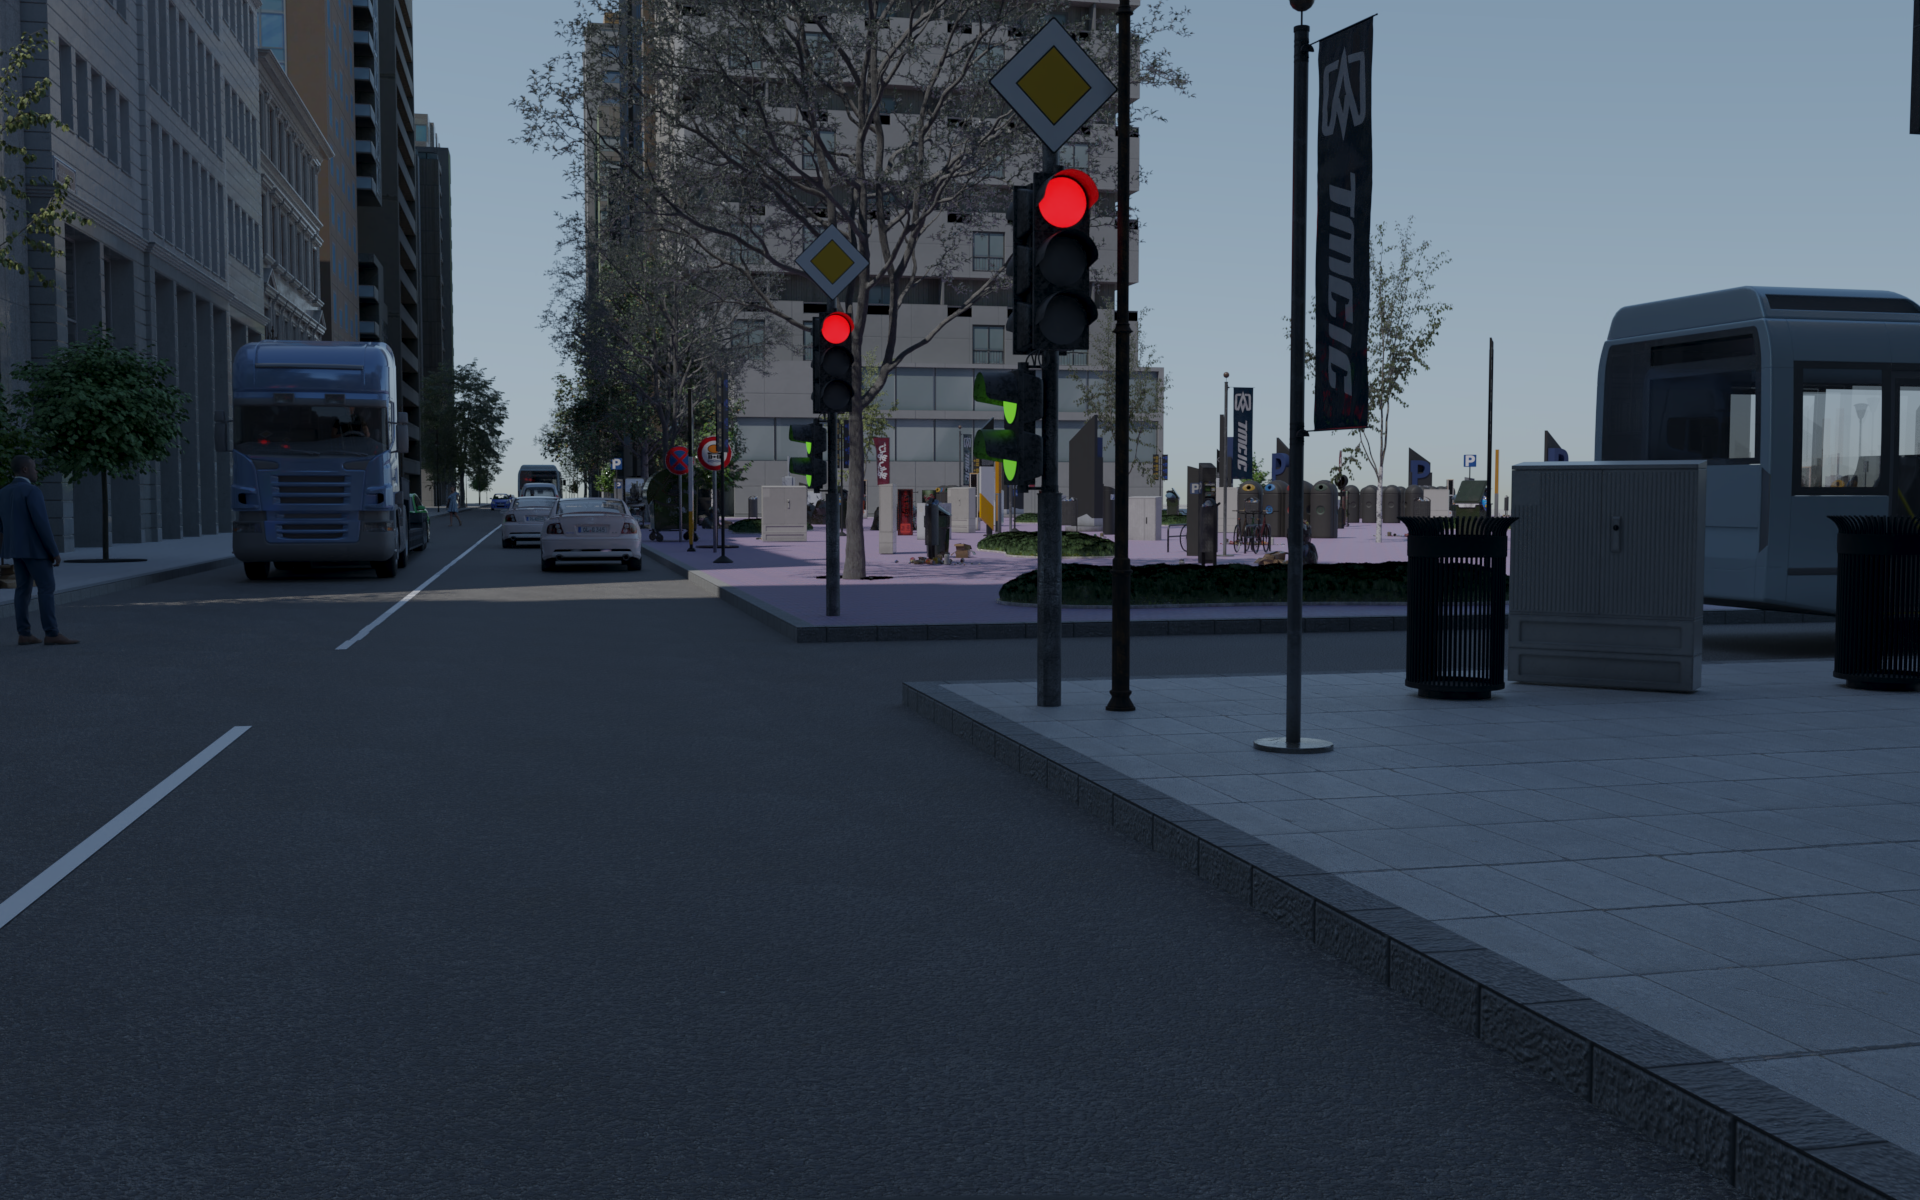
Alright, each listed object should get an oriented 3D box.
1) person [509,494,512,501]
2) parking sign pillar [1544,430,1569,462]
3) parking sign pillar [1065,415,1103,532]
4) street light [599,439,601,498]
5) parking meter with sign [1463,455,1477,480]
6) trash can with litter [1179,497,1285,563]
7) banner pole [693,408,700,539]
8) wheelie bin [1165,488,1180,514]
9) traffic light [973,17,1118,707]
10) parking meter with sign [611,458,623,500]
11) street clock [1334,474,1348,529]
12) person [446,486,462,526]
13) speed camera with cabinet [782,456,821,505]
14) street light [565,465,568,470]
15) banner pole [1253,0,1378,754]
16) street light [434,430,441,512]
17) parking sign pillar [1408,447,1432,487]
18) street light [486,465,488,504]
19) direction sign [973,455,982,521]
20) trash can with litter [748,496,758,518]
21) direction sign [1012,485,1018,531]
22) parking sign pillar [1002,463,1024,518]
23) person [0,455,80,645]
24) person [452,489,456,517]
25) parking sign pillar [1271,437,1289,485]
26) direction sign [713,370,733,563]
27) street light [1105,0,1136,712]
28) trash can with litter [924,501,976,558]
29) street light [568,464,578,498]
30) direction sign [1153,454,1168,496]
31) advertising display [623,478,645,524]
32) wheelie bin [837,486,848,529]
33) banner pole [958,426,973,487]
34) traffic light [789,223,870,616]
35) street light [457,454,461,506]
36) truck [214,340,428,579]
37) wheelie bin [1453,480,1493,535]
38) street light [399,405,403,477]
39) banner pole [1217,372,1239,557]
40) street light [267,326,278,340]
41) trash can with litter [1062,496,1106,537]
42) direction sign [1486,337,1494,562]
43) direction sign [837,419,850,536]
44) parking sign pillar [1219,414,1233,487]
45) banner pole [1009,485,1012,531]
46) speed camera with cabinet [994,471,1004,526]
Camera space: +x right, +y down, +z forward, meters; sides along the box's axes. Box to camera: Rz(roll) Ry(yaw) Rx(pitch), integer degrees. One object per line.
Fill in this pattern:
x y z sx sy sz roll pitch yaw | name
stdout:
-40.938 -8.915 157.492 0.421 1.427 0.697 -2 4 -34 | person
25.322 -5.202 73.519 1.447 3.967 1.447 -3 4 -38 | parking sign pillar
4.319 -4.339 59.412 1.447 3.967 1.447 -3 4 -38 | parking sign pillar
-21.168 -7.887 101.746 0.468 5.910 1.993 -1 4 -14 | street light
22.760 -4.955 77.268 0.543 3.016 1.738 1 4 18 | parking meter with sign
4.023 -1.014 27.638 1.678 1.210 2.233 -1 4 -13 | trash can with litter
-7.722 -3.677 50.140 0.401 3.779 0.863 0 4 -5 | banner pole
10.456 -4.725 85.158 0.693 1.594 0.980 1 4 13 | wheelie bin
0.521 -1.313 10.384 0.839 4.253 0.868 -1 4 -14 | traffic light
-16.721 -5.437 85.148 0.543 3.016 1.738 0 4 -1 | parking meter with sign
14.058 -3.628 63.894 0.471 2.002 0.358 3 5 44 | street clock
-22.542 -4.186 77.039 0.616 1.811 0.778 2 4 24 | person
-8.294 -5.905 90.887 2.038 3.252 0.660 0 4 -4 | speed camera with cabinet
-48.393 -14.782 214.475 0.468 5.910 1.993 -1 4 -14 | street light
1.760 -1.125 8.408 0.401 3.779 0.863 -1 4 -20 | banner pole
-37.012 -9.172 122.756 0.468 5.910 1.993 -1 4 -14 | street light
26.564 -6.820 99.973 1.447 3.967 1.447 0 4 -8 | parking sign pillar
-64.333 -16.061 235.378 0.468 5.910 1.993 -1 4 -14 | street light
1.030 -5.546 82.679 0.876 3.537 0.379 1 4 22 | direction sign
-7.995 -3.583 69.646 1.678 1.210 2.233 2 4 32 | trash can with litter
1.859 -4.082 58.734 0.379 3.537 0.876 -2 4 -24 | direction sign
2.869 -6.464 94.161 1.447 3.967 1.447 -3 5 -42 | parking sign pillar
-8.826 -0.475 16.453 0.721 1.800 0.419 1 4 16 | person
-31.978 -6.185 109.256 0.705 1.869 1.348 -1 4 -23 | person
15.267 -5.710 81.823 1.447 3.967 1.447 -2 4 -26 | parking sign pillar
-4.417 -2.459 32.200 0.379 3.537 0.876 0 4 6 | direction sign
0.954 -2.283 10.115 0.468 5.910 1.993 -1 4 -14 | street light
-0.204 -1.440 34.929 1.055 1.170 0.624 1 4 10 | trash can with litter
-40.751 -12.841 182.744 0.468 5.910 1.993 -1 4 -14 | street light
11.412 -6.526 98.701 0.876 3.537 0.379 0 4 -6 | direction sign
-12.752 -3.827 67.788 0.123 1.923 0.974 3 5 42 | advertising display
-4.461 -3.441 64.168 0.693 1.594 0.980 -2 4 -23 | wheelie bin
0.164 -4.496 63.518 0.401 3.779 0.863 3 5 44 | banner pole
-1.357 -1.787 18.146 0.839 4.253 0.868 -1 4 -14 | traffic light
-44.711 -11.112 154.473 0.468 5.910 1.993 -1 4 -14 | street light
-12.698 -2.836 36.132 2.967 4.110 18.799 -1 4 -15 | truck
11.695 -1.932 39.504 0.980 1.594 0.693 3 5 45 | wheelie bin
-29.168 -7.196 90.436 0.468 5.910 1.993 -1 4 -14 | street light
5.672 -2.791 35.644 0.863 3.779 0.401 -1 4 -19 | banner pole
-18.892 -4.586 47.774 0.468 5.910 1.993 -1 4 -14 | street light
3.569 -2.465 51.363 2.233 1.210 1.678 1 4 22 | trash can with litter
7.797 -2.049 25.506 0.379 3.537 0.876 1 4 19 | direction sign
-3.595 -3.710 52.656 0.379 3.537 0.876 3 5 41 | direction sign
9.099 -4.324 59.163 1.447 3.967 1.447 1 4 12 | parking sign pillar
1.515 -3.296 43.905 0.863 3.779 0.401 0 4 -5 | banner pole
1.364 -4.587 69.330 0.660 3.252 2.038 0 4 7 | speed camera with cabinet
